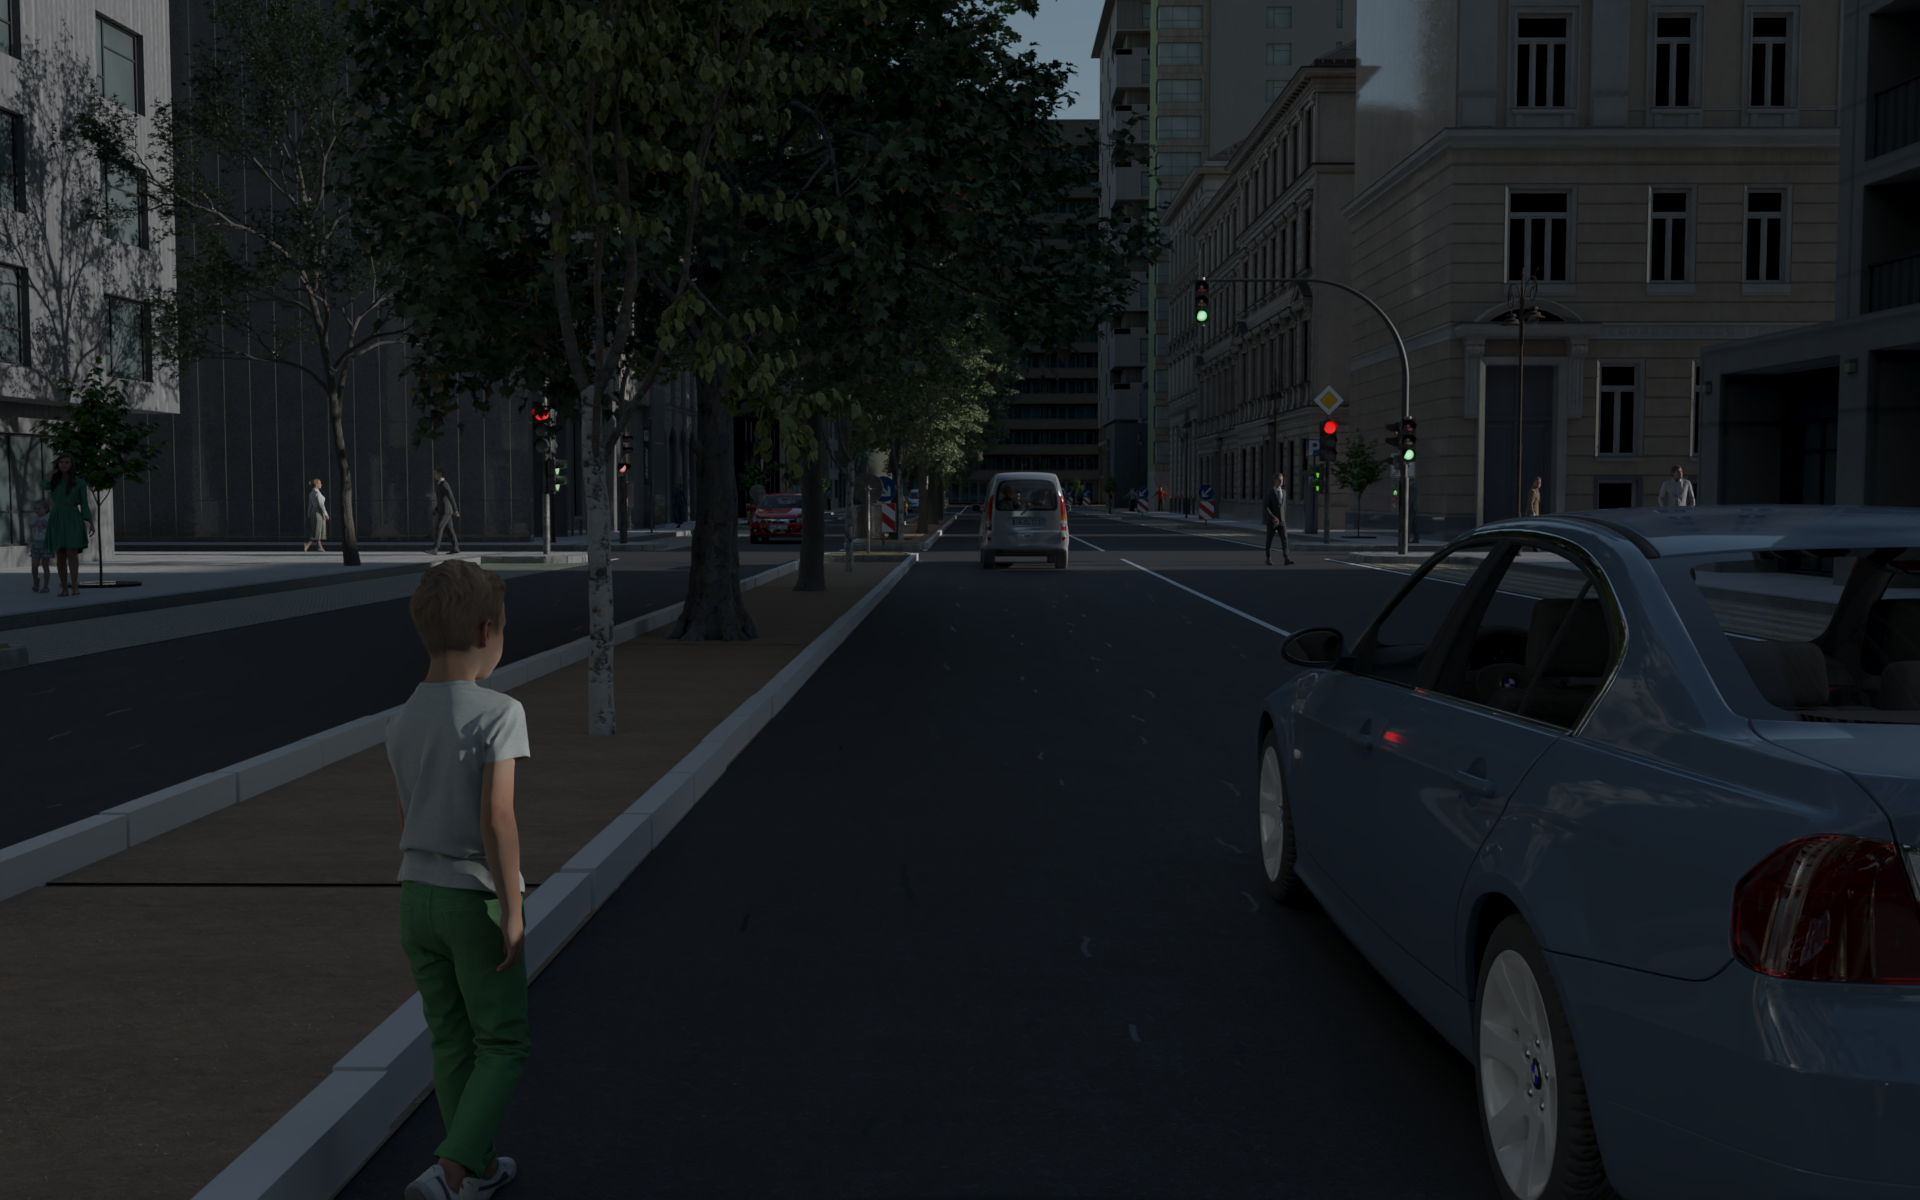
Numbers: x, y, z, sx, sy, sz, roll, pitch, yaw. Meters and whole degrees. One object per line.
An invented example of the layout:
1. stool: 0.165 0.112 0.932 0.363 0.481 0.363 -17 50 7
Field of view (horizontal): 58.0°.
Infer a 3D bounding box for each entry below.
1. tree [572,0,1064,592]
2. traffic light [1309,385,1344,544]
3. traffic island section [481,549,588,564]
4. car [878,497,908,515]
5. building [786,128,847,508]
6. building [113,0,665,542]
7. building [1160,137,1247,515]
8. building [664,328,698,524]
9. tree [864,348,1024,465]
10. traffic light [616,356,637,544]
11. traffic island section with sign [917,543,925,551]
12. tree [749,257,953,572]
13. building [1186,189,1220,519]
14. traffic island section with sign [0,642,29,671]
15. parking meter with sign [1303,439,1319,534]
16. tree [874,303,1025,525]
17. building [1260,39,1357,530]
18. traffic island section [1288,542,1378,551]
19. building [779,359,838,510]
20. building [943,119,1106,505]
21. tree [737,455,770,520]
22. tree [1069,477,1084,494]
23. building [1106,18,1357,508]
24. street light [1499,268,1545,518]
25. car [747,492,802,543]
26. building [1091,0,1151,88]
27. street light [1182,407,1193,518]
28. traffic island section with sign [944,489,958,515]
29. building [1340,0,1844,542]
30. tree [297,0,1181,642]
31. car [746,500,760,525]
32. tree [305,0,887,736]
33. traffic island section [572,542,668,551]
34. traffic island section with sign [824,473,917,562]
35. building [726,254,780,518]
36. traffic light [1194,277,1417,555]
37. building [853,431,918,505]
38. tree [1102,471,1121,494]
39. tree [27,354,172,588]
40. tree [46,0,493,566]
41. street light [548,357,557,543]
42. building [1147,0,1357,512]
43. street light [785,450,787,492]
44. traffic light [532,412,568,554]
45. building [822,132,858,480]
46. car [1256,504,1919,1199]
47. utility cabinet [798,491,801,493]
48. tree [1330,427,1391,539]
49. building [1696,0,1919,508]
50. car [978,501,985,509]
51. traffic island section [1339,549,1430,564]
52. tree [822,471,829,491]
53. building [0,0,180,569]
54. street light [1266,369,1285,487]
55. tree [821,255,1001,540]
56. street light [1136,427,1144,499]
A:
1. tree: -2.287 -6.420 25.552 7.486 12.596 7.792 0 3 0
2. traffic light: 9.451 -3.407 44.626 0.839 4.253 0.868 0 4 1
3. traffic island section: -8.836 -0.898 36.957 2.009 0.180 2.903 0 4 1
4. car: -4.549 -6.616 118.395 2.015 1.641 3.980 0 4 2
5. building: -21.065 -44.069 158.780 20.563 71.187 20.611 0 4 1
6. building: -17.314 -14.509 55.250 12.078 24.808 19.932 0 4 1
7. building: 19.097 -17.183 109.827 11.050 23.489 19.941 0 4 1
8. building: -18.371 -14.440 77.893 13.314 21.916 24.055 0 4 1
9. tree: -1.506 -8.278 72.223 8.767 10.594 7.601 0 4 1
10. traffic light: -6.616 -4.291 44.819 4.771 5.953 1.251 0 4 1
11. traffic island section with sign: -1.927 -2.226 44.524 2.006 1.907 1.989 0 4 1
12. tree: -2.039 -4.823 31.681 4.360 8.622 3.978 0 3 0
13. building: 18.102 -13.780 89.926 10.561 19.102 19.286 0 4 1
14. traffic island section with sign: -8.769 -0.326 13.953 1.989 1.847 2.006 0 4 1
15. parking meter with sign: 11.323 -3.639 55.764 0.543 3.016 1.738 0 4 6
16. tree: -1.349 -10.509 80.931 9.857 13.997 8.962 0 3 0
17. building: 17.343 -12.603 70.683 10.561 19.102 19.286 0 4 1
18. traffic island section: 9.491 -1.374 44.739 2.009 0.180 2.903 0 4 1
19. building: -24.591 -17.773 135.625 27.650 21.520 28.899 0 4 1
20. building: 6.985 -36.122 214.298 21.600 48.544 21.300 0 4 1
21. tree: -10.290 -5.623 86.530 1.663 3.219 1.824 0 3 0
22. tree: 13.270 -12.299 195.696 1.663 3.219 1.824 0 3 0
23. building: 25.084 -51.174 149.372 22.319 86.520 31.000 0 4 1
24. street light: 11.490 -3.838 35.547 0.468 5.910 1.993 0 4 1
25. car: -5.210 -2.609 51.693 2.155 1.783 4.494 0 3 0
26. building: 28.739 -36.146 180.223 28.713 52.752 27.495 0 4 1
27. street light: 12.030 -7.282 91.852 0.468 5.910 1.993 0 4 1
28. traffic island section with sign: -1.119 -6.821 119.658 2.006 1.907 1.989 0 4 1
29. building: 22.817 -16.264 51.828 20.117 28.700 13.634 0 4 1
30. tree: -2.427 -5.960 16.916 9.611 12.733 9.660 0 3 0
31. car: -8.270 -4.009 75.766 2.015 1.641 3.980 0 4 1
32. tree: -2.086 -3.484 9.776 4.737 8.622 4.395 0 3 0
33. traffic island section: -8.749 -1.386 44.942 2.009 0.180 2.903 0 4 1
34. traffic island section with sign: -2.017 -1.773 37.117 2.006 1.907 1.989 0 4 1
35. building: -17.364 -16.450 98.634 12.332 23.373 15.834 0 4 1
36. traffic light: 7.272 -3.783 36.523 4.771 5.953 1.251 0 4 1
37. building: -19.026 -36.475 215.982 30.456 49.044 23.786 0 4 1
38. tree: 12.779 -9.252 145.865 1.663 3.219 1.824 0 3 0
39. tree: -11.806 -1.799 24.012 1.663 3.219 1.824 0 3 0
40. tree: -11.225 -5.895 30.789 7.601 10.594 8.767 1 4 10
41. street light: -10.769 -4.459 45.697 0.468 5.910 1.993 0 4 1
42. building: 20.880 -27.199 128.298 14.154 41.232 14.086 0 4 1
43. street light: -10.117 -7.819 100.636 0.468 5.910 1.993 0 4 1
44. traffic light: -8.796 -2.930 36.822 0.839 4.253 0.868 0 4 1
45. building: -18.273 -30.789 186.991 14.086 41.232 14.154 0 4 1
46. car: 1.941 0.453 4.590 2.014 1.417 4.499 0 4 0
47. utility cabinet: -9.859 -6.069 107.914 0.318 1.500 1.173 0 4 2
48. tree: 11.474 -3.410 50.347 1.663 3.219 1.824 0 3 0
49. building: 22.433 -35.369 16.531 20.563 71.187 20.611 0 4 1
50. car: 1.897 -4.258 78.660 2.155 1.783 4.494 0 3 0
51. traffic island section: 9.404 -0.885 36.755 2.009 0.180 2.903 0 4 1
52. tree: -10.049 -7.626 119.279 1.663 3.219 1.824 0 3 0
53. building: -22.447 -15.777 29.661 14.107 30.474 14.160 0 4 1
54. street light: 11.704 -5.602 64.385 0.468 5.910 1.993 0 4 1
55. tree: -1.957 -7.683 53.822 9.928 11.665 9.643 0 3 0
56. street light: 12.354 -8.967 119.394 0.468 5.910 1.993 0 4 1
